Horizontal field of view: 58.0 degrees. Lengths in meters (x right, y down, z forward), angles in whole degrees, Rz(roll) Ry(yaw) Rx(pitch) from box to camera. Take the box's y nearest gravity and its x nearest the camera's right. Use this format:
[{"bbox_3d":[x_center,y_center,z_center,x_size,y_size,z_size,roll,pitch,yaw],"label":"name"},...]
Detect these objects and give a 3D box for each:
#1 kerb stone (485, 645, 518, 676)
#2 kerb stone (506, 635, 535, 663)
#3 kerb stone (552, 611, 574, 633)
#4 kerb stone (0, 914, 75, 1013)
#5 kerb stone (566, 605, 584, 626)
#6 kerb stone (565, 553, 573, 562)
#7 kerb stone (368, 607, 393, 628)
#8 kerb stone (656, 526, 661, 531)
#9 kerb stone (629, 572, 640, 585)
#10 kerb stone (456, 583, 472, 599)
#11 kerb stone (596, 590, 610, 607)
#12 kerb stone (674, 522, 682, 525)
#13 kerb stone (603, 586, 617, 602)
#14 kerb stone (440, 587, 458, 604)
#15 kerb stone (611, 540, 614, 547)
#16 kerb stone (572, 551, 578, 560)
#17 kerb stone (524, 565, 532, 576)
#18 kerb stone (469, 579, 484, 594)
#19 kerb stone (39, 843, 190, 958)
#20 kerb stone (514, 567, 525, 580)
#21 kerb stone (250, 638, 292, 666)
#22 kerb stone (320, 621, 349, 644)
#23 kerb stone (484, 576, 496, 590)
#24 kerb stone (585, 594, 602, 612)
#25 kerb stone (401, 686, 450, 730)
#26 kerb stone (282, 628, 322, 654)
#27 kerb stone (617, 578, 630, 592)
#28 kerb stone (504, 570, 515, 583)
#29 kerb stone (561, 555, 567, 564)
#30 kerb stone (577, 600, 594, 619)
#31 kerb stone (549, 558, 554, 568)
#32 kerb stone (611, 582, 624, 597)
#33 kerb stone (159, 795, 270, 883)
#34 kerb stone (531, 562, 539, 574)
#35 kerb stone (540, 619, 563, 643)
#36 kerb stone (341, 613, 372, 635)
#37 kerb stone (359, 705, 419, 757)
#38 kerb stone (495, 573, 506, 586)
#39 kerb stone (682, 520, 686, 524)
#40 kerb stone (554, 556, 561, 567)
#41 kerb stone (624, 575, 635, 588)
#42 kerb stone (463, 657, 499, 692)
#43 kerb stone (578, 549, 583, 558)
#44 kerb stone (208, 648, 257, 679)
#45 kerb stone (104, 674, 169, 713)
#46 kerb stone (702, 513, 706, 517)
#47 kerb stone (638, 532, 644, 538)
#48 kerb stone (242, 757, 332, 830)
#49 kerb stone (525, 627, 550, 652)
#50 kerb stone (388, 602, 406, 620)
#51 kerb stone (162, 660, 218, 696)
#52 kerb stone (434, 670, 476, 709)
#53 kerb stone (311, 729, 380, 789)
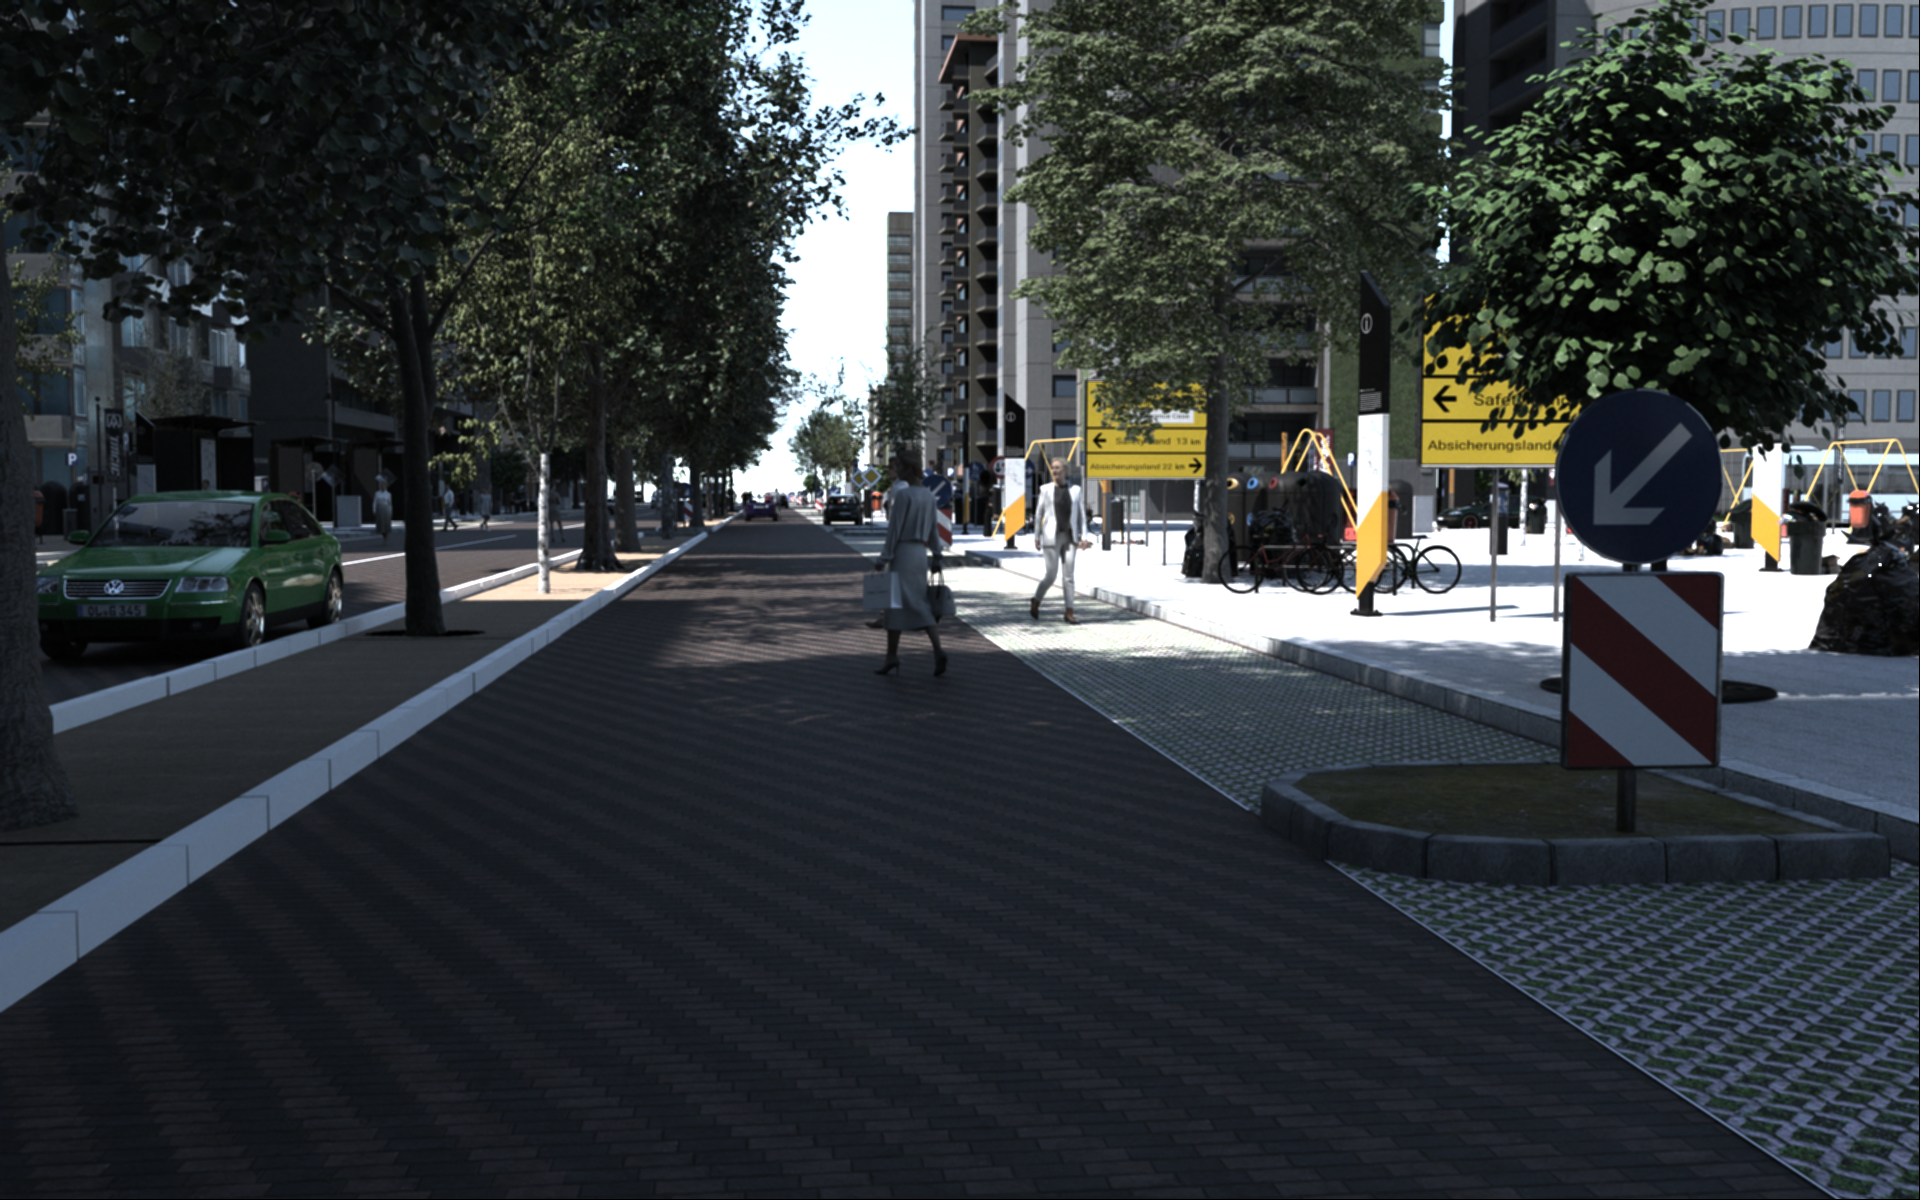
[{"bbox_3d":[-3.718,0.503,13.965,0.120,0.150,1.000,0,4,-6],"label":"kerb stone"},{"bbox_3d":[-3.833,0.441,14.984,0.120,0.150,1.000,0,4,-6],"label":"kerb stone"},{"bbox_3d":[-4.168,0.254,18.039,0.120,0.150,1.000,0,4,-6],"label":"kerb stone"},{"bbox_3d":[-2.715,1.063,4.808,0.120,0.150,1.000,0,4,-6],"label":"kerb stone"},{"bbox_3d":[-4.277,0.192,19.055,0.120,0.150,1.000,0,4,-6],"label":"kerb stone"},{"bbox_3d":[-8.252,-0.852,36.164,0.120,0.150,1.000,0,4,-6],"label":"kerb stone"},{"bbox_3d":[-6.362,0.206,18.823,0.120,0.150,1.000,0,4,-6],"label":"kerb stone"},{"bbox_3d":[-11.783,-2.815,68.270,0.120,0.150,1.000,0,4,-6],"label":"kerb stone"},{"bbox_3d":[-5.167,-0.306,27.197,0.120,0.150,1.000,0,4,-6],"label":"kerb stone"},{"bbox_3d":[-6.922,-0.104,23.905,0.120,0.150,1.000,0,4,-6],"label":"kerb stone"},{"bbox_3d":[-4.605,0.005,22.112,0.120,0.150,1.000,0,4,-6],"label":"kerb stone"},{"bbox_3d":[-13.114,-3.561,80.502,0.120,0.150,1.000,0,4,-6],"label":"kerb stone"},{"bbox_3d":[-4.721,-0.057,23.127,0.120,0.150,1.000,0,4,-6],"label":"kerb stone"},{"bbox_3d":[-6.816,-0.042,22.888,0.120,0.150,1.000,0,4,-6],"label":"kerb stone"},{"bbox_3d":[-9.594,-1.595,48.388,0.120,0.150,1.000,0,4,-6],"label":"kerb stone"},{"bbox_3d":[-8.367,-0.915,37.180,0.120,0.150,1.000,0,4,-6],"label":"kerb stone"},{"bbox_3d":[-7.590,-0.480,30.037,0.120,0.150,1.000,0,4,-6],"label":"kerb stone"},{"bbox_3d":[-7.037,-0.167,24.921,0.120,0.150,1.000,0,4,-6],"label":"kerb stone"},{"bbox_3d":[-2.831,1.001,5.826,0.120,0.150,1.000,0,4,-6],"label":"kerb stone"},{"bbox_3d":[-7.468,-0.417,29.012,0.120,0.150,1.000,0,4,-6],"label":"kerb stone"},{"bbox_3d":[-5.912,0.458,14.749,0.120,0.150,1.000,0,4,-6],"label":"kerb stone"},{"bbox_3d":[-6.137,0.339,16.791,0.120,0.150,1.000,0,4,-6],"label":"kerb stone"},{"bbox_3d":[-7.137,-0.229,25.947,0.120,0.150,1.000,0,4,-6],"label":"kerb stone"},{"bbox_3d":[-4.498,0.068,21.089,0.120,0.150,1.000,0,4,-6],"label":"kerb stone"},{"bbox_3d":[-3.388,0.690,10.913,0.120,0.150,1.000,0,4,-6],"label":"kerb stone"},{"bbox_3d":[-6.030,0.393,15.774,0.120,0.150,1.000,0,4,-6],"label":"kerb stone"},{"bbox_3d":[-4.940,-0.182,25.165,0.120,0.150,1.000,0,4,-6],"label":"kerb stone"},{"bbox_3d":[-7.363,-0.354,27.986,0.120,0.150,1.000,0,4,-6],"label":"kerb stone"},{"bbox_3d":[-8.144,-0.786,35.142,0.120,0.150,1.000,0,4,-6],"label":"kerb stone"},{"bbox_3d":[-4.384,0.130,20.072,0.120,0.150,1.000,0,4,-6],"label":"kerb stone"},{"bbox_3d":[-7.927,-0.665,33.098,0.120,0.150,1.000,0,4,-6],"label":"kerb stone"},{"bbox_3d":[-4.828,-0.115,24.149,0.120,0.150,1.000,0,4,-6],"label":"kerb stone"},{"bbox_3d":[-2.944,0.942,6.842,0.120,0.150,1.000,0,4,-6],"label":"kerb stone"},{"bbox_3d":[-7.705,-0.542,31.053,0.120,0.150,1.000,0,4,-6],"label":"kerb stone"},{"bbox_3d":[-4.046,0.320,17.024,0.120,0.150,1.000,0,4,-6],"label":"kerb stone"},{"bbox_3d":[-6.247,0.268,17.807,0.120,0.150,1.000,0,4,-6],"label":"kerb stone"},{"bbox_3d":[-3.271,0.752,9.897,0.120,0.150,1.000,0,4,-6],"label":"kerb stone"},{"bbox_3d":[-7.245,-0.289,26.970,0.120,0.150,1.000,0,4,-6],"label":"kerb stone"},{"bbox_3d":[-13.438,-3.753,83.553,0.120,0.150,1.000,0,4,-6],"label":"kerb stone"},{"bbox_3d":[-8.030,-0.729,34.115,0.120,0.150,1.000,0,4,-6],"label":"kerb stone"},{"bbox_3d":[-5.051,-0.242,26.181,0.120,0.150,1.000,0,4,-6],"label":"kerb stone"},{"bbox_3d":[-3.604,0.566,12.950,0.120,0.150,1.000,0,4,-6],"label":"kerb stone"},{"bbox_3d":[-8.480,-0.979,38.196,0.120,0.150,1.000,0,4,-6],"label":"kerb stone"},{"bbox_3d":[-5.804,0.518,13.733,0.120,0.150,1.000,0,4,-6],"label":"kerb stone"},{"bbox_3d":[-5.594,0.643,11.695,0.120,0.150,1.000,0,4,-6],"label":"kerb stone"},{"bbox_3d":[-16.900,-5.685,115.147,0.120,0.150,1.000,0,4,-6],"label":"kerb stone"},{"bbox_3d":[-10.604,-2.162,57.551,0.120,0.150,1.000,0,4,-6],"label":"kerb stone"},{"bbox_3d":[-3.054,0.877,7.862,0.120,0.150,1.000,0,4,-6],"label":"kerb stone"},{"bbox_3d":[-3.939,0.382,16.001,0.120,0.150,1.000,0,4,-6],"label":"kerb stone"},{"bbox_3d":[-6.479,0.145,19.839,0.120,0.150,1.000,0,4,-6],"label":"kerb stone"},{"bbox_3d":[-5.692,0.585,12.713,0.120,0.150,1.000,0,4,-6],"label":"kerb stone"},{"bbox_3d":[-3.501,0.628,11.929,0.120,0.150,1.000,0,4,-6],"label":"kerb stone"},{"bbox_3d":[-3.160,0.816,8.879,0.120,0.150,1.000,0,4,-6],"label":"kerb stone"}]
